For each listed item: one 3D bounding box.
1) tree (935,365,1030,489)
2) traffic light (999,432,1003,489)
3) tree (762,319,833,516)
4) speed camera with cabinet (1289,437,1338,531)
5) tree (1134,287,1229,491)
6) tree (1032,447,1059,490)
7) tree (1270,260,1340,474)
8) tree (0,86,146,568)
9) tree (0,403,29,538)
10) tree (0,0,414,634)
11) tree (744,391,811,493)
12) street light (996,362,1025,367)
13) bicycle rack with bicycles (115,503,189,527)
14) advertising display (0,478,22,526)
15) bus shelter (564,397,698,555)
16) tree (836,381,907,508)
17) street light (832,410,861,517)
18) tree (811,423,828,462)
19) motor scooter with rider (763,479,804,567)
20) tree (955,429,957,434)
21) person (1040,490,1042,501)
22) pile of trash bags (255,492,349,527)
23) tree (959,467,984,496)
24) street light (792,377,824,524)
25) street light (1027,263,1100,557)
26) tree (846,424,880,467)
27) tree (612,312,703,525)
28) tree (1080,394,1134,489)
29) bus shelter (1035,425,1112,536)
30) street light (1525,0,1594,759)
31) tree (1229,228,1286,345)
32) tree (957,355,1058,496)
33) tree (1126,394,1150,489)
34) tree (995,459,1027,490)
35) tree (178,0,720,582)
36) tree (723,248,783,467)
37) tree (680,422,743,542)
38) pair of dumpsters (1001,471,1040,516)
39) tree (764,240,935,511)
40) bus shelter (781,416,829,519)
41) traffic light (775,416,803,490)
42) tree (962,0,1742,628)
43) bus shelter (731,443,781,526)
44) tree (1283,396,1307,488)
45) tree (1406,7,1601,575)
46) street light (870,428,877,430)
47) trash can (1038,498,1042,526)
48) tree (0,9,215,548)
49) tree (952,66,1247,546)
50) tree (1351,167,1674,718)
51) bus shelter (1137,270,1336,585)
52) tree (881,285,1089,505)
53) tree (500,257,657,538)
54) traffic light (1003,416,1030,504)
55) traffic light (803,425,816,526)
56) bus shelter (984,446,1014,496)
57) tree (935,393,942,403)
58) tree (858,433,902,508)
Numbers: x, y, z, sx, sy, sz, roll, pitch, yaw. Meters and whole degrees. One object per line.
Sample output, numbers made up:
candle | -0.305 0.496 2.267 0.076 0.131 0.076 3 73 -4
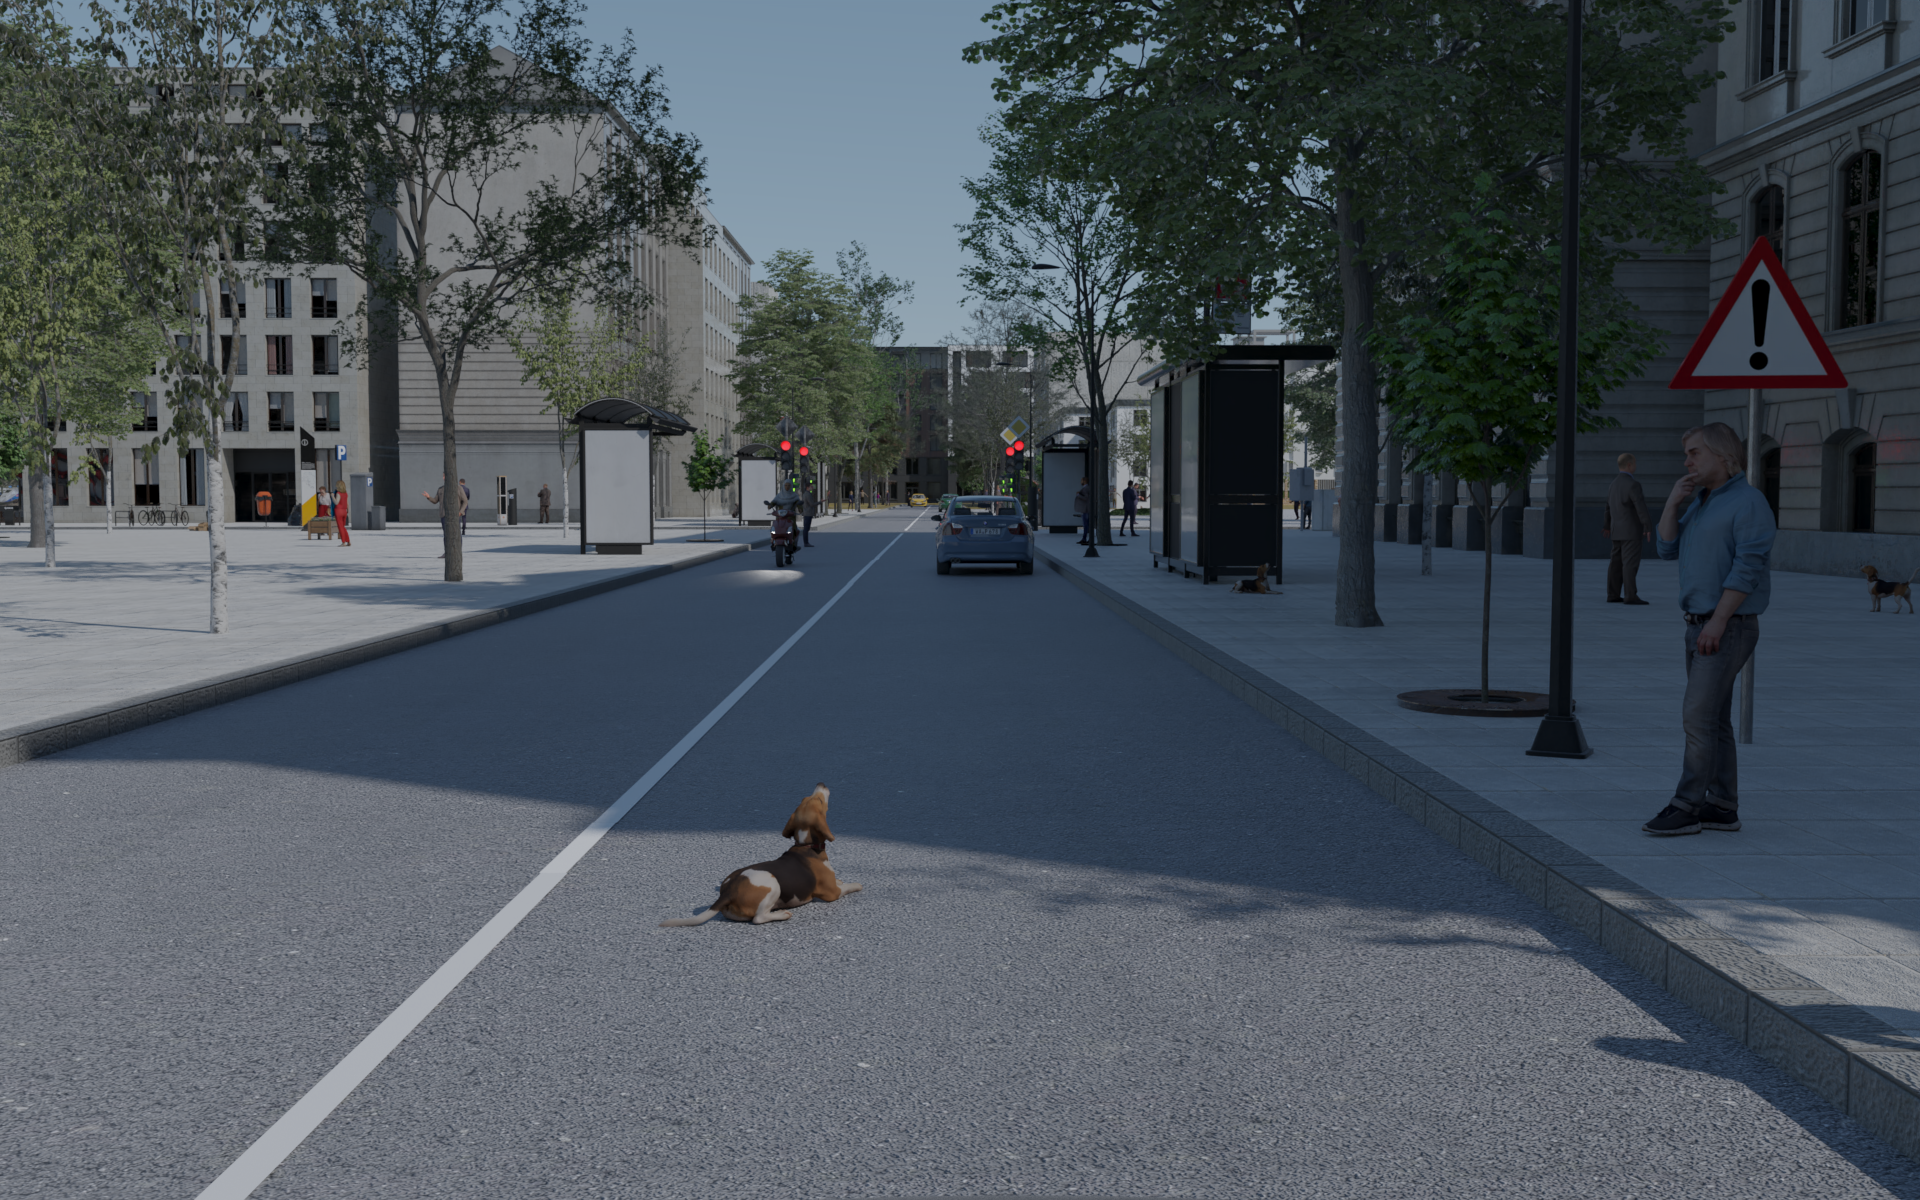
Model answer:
tree | 2.517 -16.043 168.959 9.857 13.997 8.962 0 3 0
traffic light | 1.977 -4.894 69.259 0.839 4.213 0.868 0 4 -1
tree | -7.937 -10.788 102.145 9.928 11.665 9.643 0 3 0
speed camera with cabinet | 12.406 -4.037 60.337 2.038 3.252 0.660 -2 4 -33
tree | 7.782 -6.448 55.780 4.360 8.622 3.978 0 3 0
tree | 6.404 -8.049 115.308 4.285 4.588 4.351 0 3 0
tree | 19.372 -10.665 81.033 9.857 13.997 8.962 0 3 0
tree | -16.100 -4.864 29.895 4.737 8.622 4.395 0 3 0
tree | -28.506 -4.064 50.167 4.285 4.588 4.351 0 3 0
tree | -7.029 -3.989 15.581 4.360 8.622 3.978 0 3 0
tree | -12.894 -10.413 120.617 4.360 8.622 3.978 0 3 0
street light | 1.957 -5.420 61.164 1.470 5.913 1.316 0 4 -1
bicycle rack with bicycles | -32.608 -3.436 69.557 2.852 0.926 2.925 -3 5 -41
advertising display | -38.801 -4.004 70.676 0.974 1.923 0.123 0 4 5
bus shelter | -7.282 -2.756 38.982 2.014 3.302 5.546 0 4 -1
tree | -8.007 -14.197 154.170 6.751 12.117 7.091 0 3 0
street light | -6.354 -7.519 95.471 1.470 5.913 1.316 0 4 -1
tree | -12.117 -11.754 142.542 4.360 8.622 3.978 0 3 0
motor scooter with rider | -3.534 -1.575 34.716 0.876 1.779 1.986 0 4 1
tree | 1.978 -9.768 110.062 4.360 8.622 3.978 0 3 0
person | 7.295 -8.950 153.200 1.217 1.723 0.721 2 4 27
pile of trash bags | -26.358 -3.641 69.285 3.447 1.369 1.912 -2 4 -35
tree | 1.323 -12.027 180.347 4.285 4.588 4.351 0 3 0
street light | -6.117 -5.903 69.053 1.470 5.913 1.316 0 4 -1
street light | 2.137 -3.824 35.061 1.470 5.913 1.316 0 4 -1
tree | -9.003 -17.847 202.169 12.009 13.543 11.850 0 3 0
tree | -12.601 -7.372 70.890 4.360 8.622 3.978 0 3 0
tree | 10.668 -10.898 128.549 4.360 8.622 3.978 0 3 0
bus shelter | 3.456 -3.661 53.776 2.014 3.302 5.546 0 4 0
street light | 2.419 -2.192 8.374 1.470 5.913 1.316 0 4 -1
tree | 7.548 -4.980 31.787 4.360 8.622 3.978 0 3 0
tree | 2.816 -8.610 91.134 4.360 8.622 3.978 0 3 0
tree | 13.349 -10.353 119.641 4.737 8.622 4.395 0 3 0
tree | 2.761 -5.303 81.307 1.663 3.219 1.824 0 3 0
tree | -7.373 -5.572 25.508 8.767 10.594 7.601 1 4 9
tree | -7.393 -9.936 80.587 7.486 12.596 7.792 0 3 0
tree | -6.890 -3.177 46.545 1.663 3.219 1.824 0 3 0
pair of dumpsters | 2.640 -4.465 75.502 1.574 2.255 4.436 0 4 -1
tree | -8.702 -16.891 132.051 12.611 20.169 13.585 0 3 0
bus shelter | -8.293 -6.965 91.515 2.179 5.291 8.768 0 4 -1
traffic light | -6.104 -4.400 61.178 0.839 4.213 0.868 0 4 -1
tree | 3.452 -6.022 16.590 7.486 12.596 7.792 0 3 0
bus shelter | -8.083 -4.738 71.386 2.014 3.302 5.546 0 4 -1
tree | 17.223 -8.898 95.845 4.737 8.622 4.395 0 3 0
tree | 7.634 -4.699 27.199 4.360 8.622 3.978 0 3 0
street light | -6.543 -9.117 121.607 1.470 5.913 1.316 0 4 -1
trash can | 3.073 -3.527 69.317 0.748 1.137 0.748 0 3 0
tree | -21.699 -7.535 41.319 7.486 12.596 7.792 0 3 0
tree | 3.424 -7.153 42.711 9.928 11.665 9.643 0 3 0
tree | 3.094 -0.970 10.465 1.663 3.219 1.824 0 3 0
bus shelter | 4.185 -3.119 28.624 2.179 5.291 8.768 0 4 -1
tree | 2.535 -11.658 100.976 12.009 13.543 11.850 0 3 0
tree | -11.245 -6.103 50.143 4.737 8.622 4.395 0 3 0
traffic light | 2.057 -4.406 61.275 0.839 4.213 0.868 0 4 -1
traffic light | -6.183 -4.888 69.163 0.839 4.213 0.868 0 4 -1
bus shelter | 2.829 -8.776 121.119 2.179 5.291 8.768 0 4 -1
tree | -8.209 -22.085 216.977 12.611 20.169 13.585 0 3 0
tree | -7.770 -12.997 162.855 4.737 8.622 4.395 0 3 0
